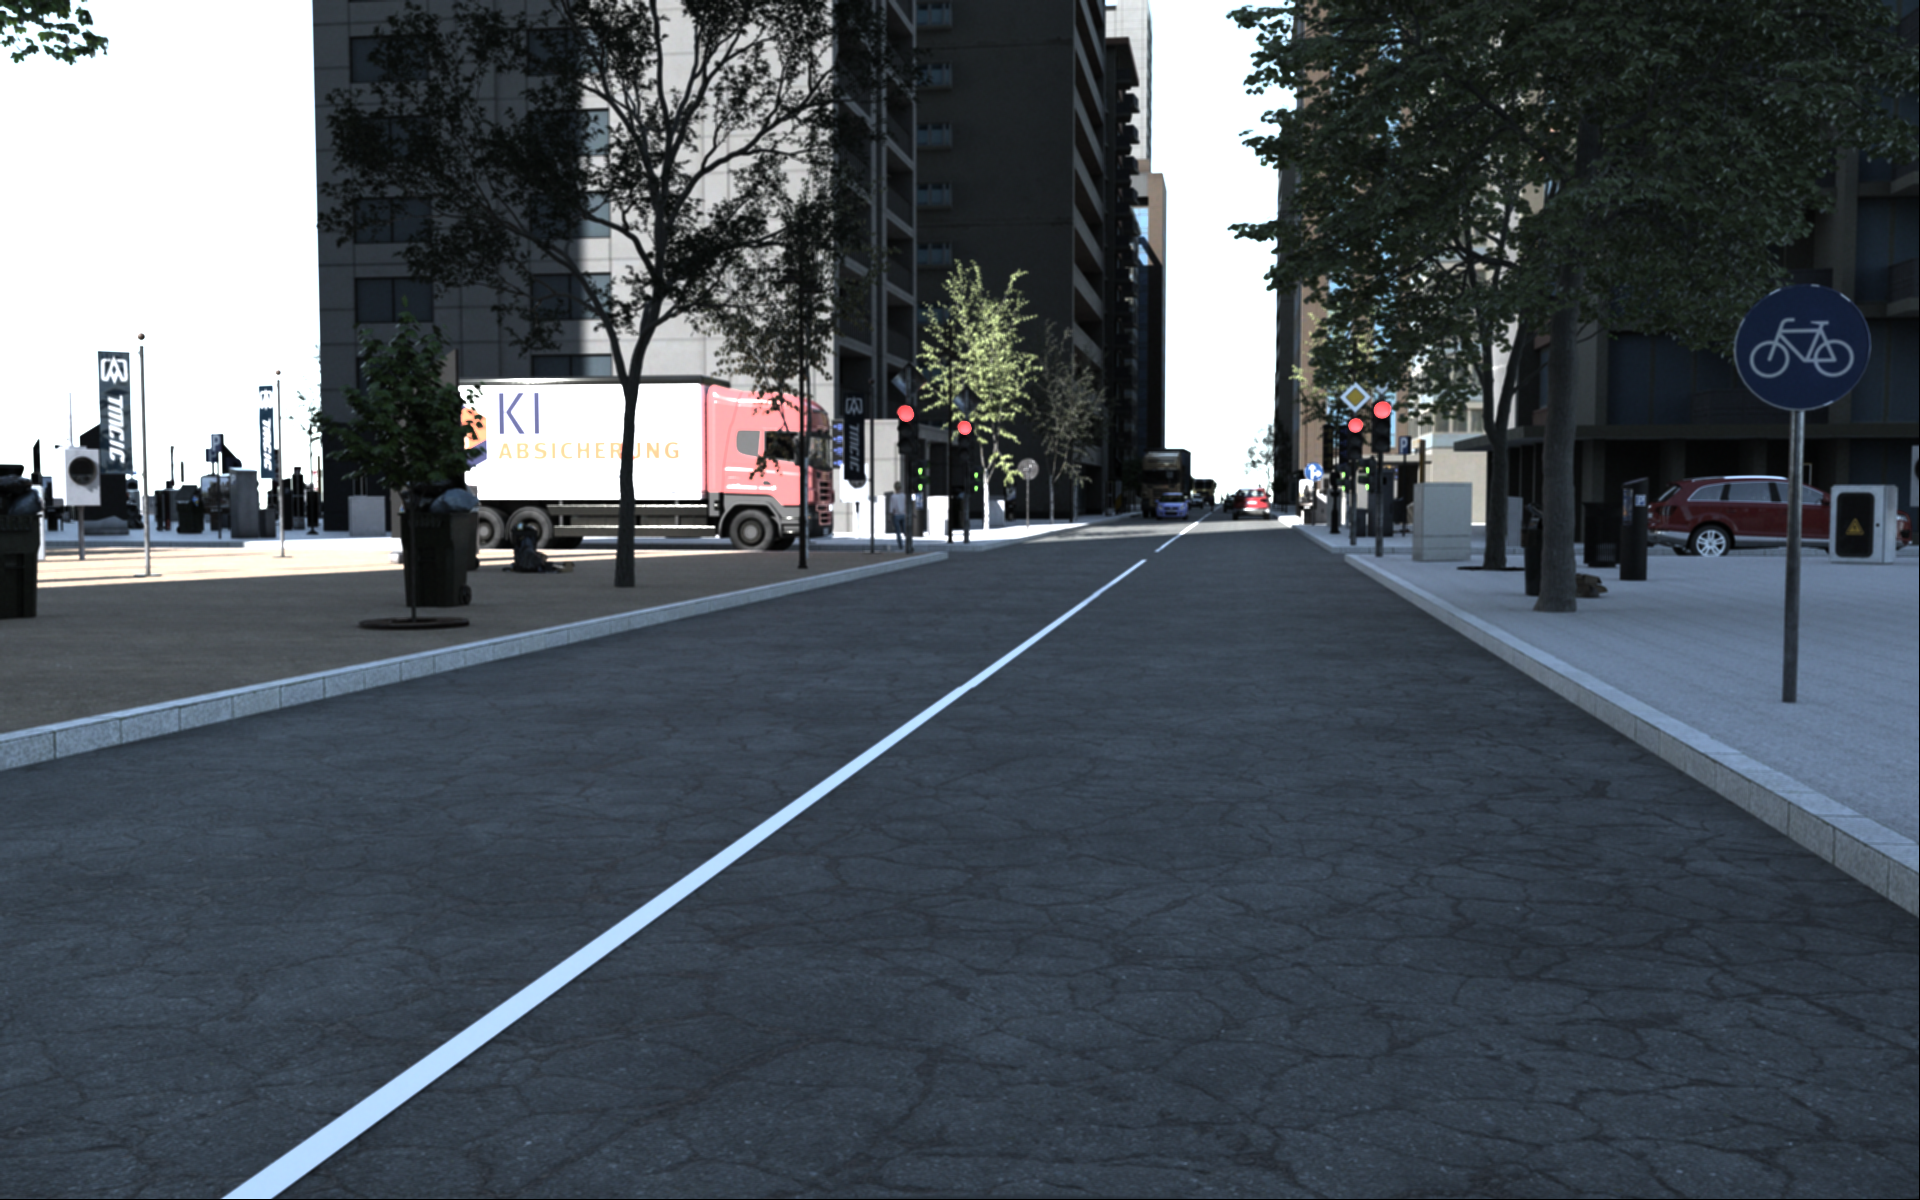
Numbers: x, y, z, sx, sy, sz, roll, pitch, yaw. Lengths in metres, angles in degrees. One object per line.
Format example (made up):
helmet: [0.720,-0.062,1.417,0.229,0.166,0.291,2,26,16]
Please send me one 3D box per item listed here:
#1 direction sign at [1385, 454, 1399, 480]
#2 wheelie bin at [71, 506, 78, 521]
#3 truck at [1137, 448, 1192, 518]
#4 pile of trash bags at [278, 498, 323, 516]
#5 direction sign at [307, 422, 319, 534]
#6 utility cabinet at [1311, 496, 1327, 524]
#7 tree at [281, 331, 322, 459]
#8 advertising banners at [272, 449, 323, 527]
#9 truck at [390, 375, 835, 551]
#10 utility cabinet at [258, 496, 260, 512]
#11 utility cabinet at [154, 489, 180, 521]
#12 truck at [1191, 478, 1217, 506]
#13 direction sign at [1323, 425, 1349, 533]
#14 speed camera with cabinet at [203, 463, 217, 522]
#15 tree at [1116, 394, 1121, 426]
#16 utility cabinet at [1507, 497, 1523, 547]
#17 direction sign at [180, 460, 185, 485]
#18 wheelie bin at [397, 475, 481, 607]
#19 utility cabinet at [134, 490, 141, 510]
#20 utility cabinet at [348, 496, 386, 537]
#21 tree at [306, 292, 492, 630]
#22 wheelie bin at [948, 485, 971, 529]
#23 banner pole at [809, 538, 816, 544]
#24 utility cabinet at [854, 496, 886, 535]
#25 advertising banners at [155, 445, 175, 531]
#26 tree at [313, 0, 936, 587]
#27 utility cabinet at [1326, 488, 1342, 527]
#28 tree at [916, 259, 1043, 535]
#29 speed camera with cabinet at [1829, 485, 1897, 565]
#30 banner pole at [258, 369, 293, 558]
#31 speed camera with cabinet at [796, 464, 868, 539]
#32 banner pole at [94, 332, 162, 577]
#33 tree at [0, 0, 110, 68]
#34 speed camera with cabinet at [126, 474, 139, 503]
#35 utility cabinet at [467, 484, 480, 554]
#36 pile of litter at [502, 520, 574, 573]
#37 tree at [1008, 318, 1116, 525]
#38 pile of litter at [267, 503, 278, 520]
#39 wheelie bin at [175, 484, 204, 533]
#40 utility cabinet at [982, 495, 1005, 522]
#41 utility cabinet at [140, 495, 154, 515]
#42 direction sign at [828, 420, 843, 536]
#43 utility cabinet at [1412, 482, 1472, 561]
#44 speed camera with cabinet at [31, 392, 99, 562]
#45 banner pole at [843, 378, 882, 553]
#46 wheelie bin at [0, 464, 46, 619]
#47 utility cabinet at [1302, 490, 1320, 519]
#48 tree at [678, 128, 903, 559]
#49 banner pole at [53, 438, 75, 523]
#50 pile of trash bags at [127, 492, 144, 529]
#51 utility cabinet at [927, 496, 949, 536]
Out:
direction sign: [24.274,-6.433,97.169,0.876,3.537,0.379,2,4,34]
wheelie bin: [-42.621,-4.640,83.772,0.693,1.594,0.980,-3,5,-43]
truck: [12.888,-7.292,108.129,2.839,4.237,11.283,1,4,11]
pile of trash bags: [-44.575,-6.524,116.419,1.912,1.369,3.447,1,4,21]
direction sign: [-20.607,-3.855,55.023,0.379,3.537,0.876,-1,4,-18]
utility cabinet: [15.473,-3.905,75.006,1.020,1.237,0.306,-1,4,-23]
tree: [-27.780,-7.751,77.099,4.737,8.622,4.395,0,3,0]
advertising banners: [-25.880,-4.353,67.359,0.090,3.025,2.074,3,5,41]
truck: [-8.122,-3.266,42.316,11.283,4.237,2.839,1,4,9]
utility cabinet: [-24.693,-3.009,60.354,0.306,1.237,1.020,0,4,-4]
utility cabinet: [-36.514,-4.353,79.855,1.173,1.500,0.318,0,4,3]
truck: [30.511,-13.497,216.600,3.469,3.379,9.791,1,4,10]
direction sign: [12.328,-3.965,56.821,0.876,3.537,0.379,0,4,-5]
speed camera with cabinet: [-34.167,-5.172,78.893,0.660,3.252,2.038,-1,4,-22]
tree: [5.647,-8.143,83.498,4.360,8.622,3.978,0,3,0]
utility cabinet: [13.615,-1.915,42.472,0.306,1.237,1.020,1,4,22]
direction sign: [-52.344,-7.623,116.633,0.379,3.537,0.876,-1,4,-9]
wheelie bin: [-5.982,-0.728,19.817,0.980,1.594,0.693,0,4,4]
utility cabinet: [-45.359,-5.247,94.469,1.173,1.500,0.318,0,4,-4]
utility cabinet: [-17.900,-2.515,52.284,1.020,1.237,0.306,-2,4,-30]
tree: [-5.415,-1.349,16.664,1.663,3.219,1.824,0,3,0]
wheelie bin: [-0.032,-3.400,63.494,0.980,1.594,0.693,2,4,35]
banner pole: [-4.012,-3.376,45.220,0.401,3.779,0.863,-1,4,-15]
utility cabinet: [-2.874,-2.680,54.982,1.020,1.237,0.306,-2,4,-32]
advertising banners: [-28.045,-3.976,61.198,0.090,3.025,2.074,0,4,-6]
tree: [-4.637,-5.436,23.285,8.767,10.594,7.601,0,4,-4]
utility cabinet: [14.638,-3.611,67.714,0.318,1.500,1.173,0,4,-3]
tree: [0.712,-6.321,53.712,4.737,8.622,4.395,0,3,0]
speed camera with cabinet: [16.949,-2.266,31.388,0.660,3.252,2.038,-3,5,-42]
banner pole: [-13.867,-2.748,34.950,0.863,3.779,0.401,2,4,31]
speed camera with cabinet: [-3.696,-3.388,49.730,2.038,3.252,0.660,-1,4,-20]
banner pole: [-12.859,-2.248,26.775,0.863,3.779,0.401,-2,4,-35]
tree: [-6.679,-5.057,8.436,9.928,11.665,9.643,0,3,0]
speed camera with cabinet: [-49.046,-6.525,101.017,2.038,3.252,0.660,-2,4,-28]
utility cabinet: [-10.564,-1.688,36.273,0.318,1.500,1.173,2,4,23]
pile of litter: [-7.007,-0.907,28.797,1.176,0.858,1.719,-1,4,-16]
tree: [3.883,-7.430,71.838,4.360,8.622,3.978,0,3,0]
pile of litter: [-33.863,-4.318,84.572,1.176,0.858,1.719,0,4,-5]
wheelie bin: [-25.151,-2.975,56.547,0.980,1.594,0.693,1,4,18]
utility cabinet: [1.547,-4.185,79.590,1.020,1.237,0.306,0,4,2]
utility cabinet: [-50.782,-5.937,108.231,0.306,1.237,1.020,2,4,25]
direction sign: [-4.012,-3.737,53.098,0.876,3.537,0.379,0,4,-4]
utility cabinet: [9.220,-1.496,33.142,1.173,1.500,0.318,-2,4,-25]
speed camera with cabinet: [-17.467,-2.356,32.856,0.660,3.252,2.038,3,4,38]
banner pole: [-2.130,-2.905,37.511,0.863,3.779,0.401,1,4,8]
wheelie bin: [-9.939,-0.613,17.933,0.693,1.594,0.980,2,4,27]
utility cabinet: [17.624,-4.766,86.610,0.318,1.500,1.173,-2,4,-34]
tree: [-3.309,-5.122,34.107,4.360,8.622,3.978,0,3,0]
banner pole: [-39.854,-5.320,76.991,0.401,3.779,0.863,2,4,30]
pile of trash bags: [-31.409,-3.358,64.660,1.912,1.369,3.447,-1,4,-19]
utility cabinet: [-0.638,-2.618,53.968,0.306,1.237,1.020,-2,4,-32]
